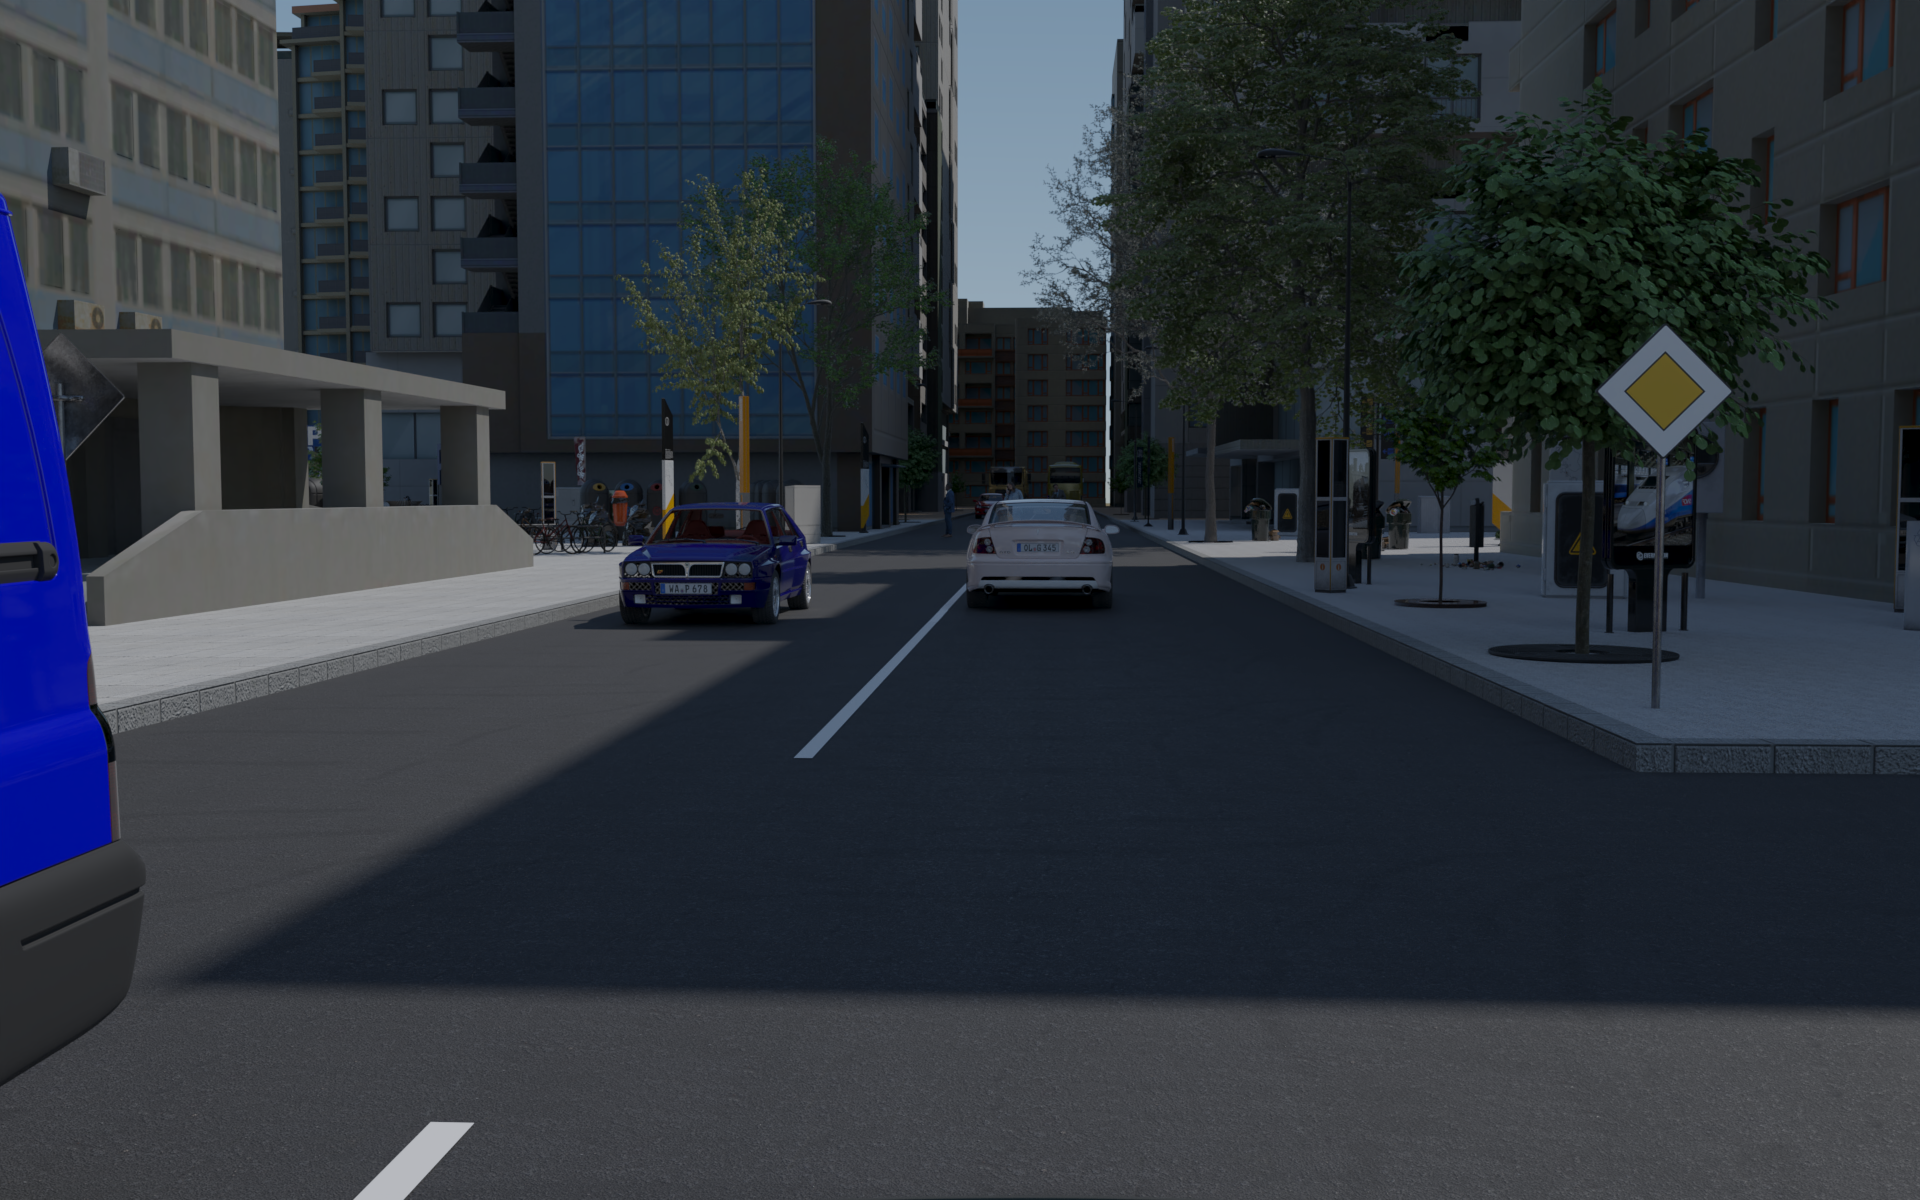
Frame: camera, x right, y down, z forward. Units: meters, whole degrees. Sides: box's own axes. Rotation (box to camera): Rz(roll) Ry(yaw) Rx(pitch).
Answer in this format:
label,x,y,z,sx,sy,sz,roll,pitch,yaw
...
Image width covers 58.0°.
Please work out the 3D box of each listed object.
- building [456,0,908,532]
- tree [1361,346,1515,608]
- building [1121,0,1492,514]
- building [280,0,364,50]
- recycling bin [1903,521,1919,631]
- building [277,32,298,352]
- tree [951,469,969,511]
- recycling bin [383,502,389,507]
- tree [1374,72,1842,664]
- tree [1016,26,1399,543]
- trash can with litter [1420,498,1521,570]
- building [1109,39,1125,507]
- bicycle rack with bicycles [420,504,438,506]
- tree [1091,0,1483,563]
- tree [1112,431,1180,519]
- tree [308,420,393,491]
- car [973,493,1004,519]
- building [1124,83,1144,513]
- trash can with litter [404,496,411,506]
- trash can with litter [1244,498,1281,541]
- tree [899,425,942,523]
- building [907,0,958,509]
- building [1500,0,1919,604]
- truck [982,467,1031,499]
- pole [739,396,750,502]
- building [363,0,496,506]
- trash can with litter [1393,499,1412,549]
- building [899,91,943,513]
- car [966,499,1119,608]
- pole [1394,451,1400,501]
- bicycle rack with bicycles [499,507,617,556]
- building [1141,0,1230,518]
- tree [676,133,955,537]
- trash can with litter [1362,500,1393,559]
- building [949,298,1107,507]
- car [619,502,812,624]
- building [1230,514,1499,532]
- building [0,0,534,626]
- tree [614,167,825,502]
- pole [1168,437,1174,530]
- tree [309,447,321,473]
label,x,y,z,sx,sy,sz,roll,pitch,yaw
building,-9.454,-25.343,64.467,14.600,45.320,14.200,0,4,3
tree,5.646,-1.539,19.764,1.663,3.219,1.824,0,3,0
building,27.538,-33.992,145.000,28.713,52.752,27.495,0,4,3
building,-41.818,-30.396,151.595,28.867,44.769,22.147,0,4,3
recycling bin,9.392,-0.226,16.252,0.722,1.027,0.722,-3,4,-37
building,-63.186,-28.939,156.748,14.086,41.232,14.154,0,4,3
tree,-0.349,-8.324,130.706,1.663,3.219,1.824,0,3,0
recycling bin,-17.490,-2.444,52.520,0.722,1.027,0.722,0,4,-2
tree,4.949,-1.825,13.555,4.285,4.588,4.351,0,3,0
tree,6.583,-8.265,45.505,12.009,13.543,11.850,0,3,0
trash can with litter,8.916,-1.170,30.194,1.678,1.210,2.233,1,4,14
building,26.185,-33.899,177.945,21.600,48.544,21.300,0,4,3
bicycle rack with bicycles,-20.143,-3.053,63.295,2.852,0.926,2.925,1,4,10
tree,6.162,-6.977,32.207,7.486,12.596,7.792,0,3,0
tree,9.391,-6.396,88.289,4.285,4.588,4.351,0,3,0
tree,-14.025,-2.733,39.293,1.663,3.219,1.824,0,3,0
car,1.860,-5.686,102.009,2.155,1.783,4.494,0,4,4
building,18.914,-21.613,125.071,14.160,30.474,14.107,0,4,3
trash can with litter,-21.960,-3.541,68.948,1.678,1.210,2.233,-2,4,-29
trash can with litter,8.287,-2.196,47.293,0.624,1.170,1.055,3,5,41
tree,-3.189,-6.180,84.761,4.285,4.588,4.351,0,3,0
building,-13.851,-34.093,146.666,27.495,52.752,28.713,0,4,3
building,25.595,-10.886,23.028,28.899,21.520,27.650,0,4,3
truck,3.522,-7.909,125.232,3.469,3.379,9.791,0,4,4
pole,-4.501,-2.589,36.173,0.158,3.312,0.155,0,3,0
building,-16.385,-31.270,100.508,28.713,52.752,27.495,0,4,3
trash can with litter,10.068,-1.774,40.398,0.624,1.170,1.055,-1,4,-17
building,-8.692,-21.398,121.562,14.160,30.474,14.107,0,4,3
car,1.098,-0.661,23.170,2.083,1.381,4.827,0,4,4
pole,14.482,-3.885,57.368,0.158,3.312,0.155,0,3,0
bicycle rack with bicycles,-8.750,-1.481,37.598,2.925,0.926,2.852,-3,5,-42
building,21.482,-34.307,102.923,21.231,58.520,28.212,0,4,3
tree,-4.148,-7.689,51.476,9.928,11.665,9.643,0,3,0
trash can with litter,7.912,-1.399,34.262,0.624,1.170,1.055,-2,4,-26
building,0.699,-20.761,184.487,28.899,21.520,27.650,0,4,3
car,-2.805,-0.474,20.333,1.945,1.354,3.894,0,4,3
building,23.520,-29.401,69.948,28.713,52.752,27.495,0,4,3
building,-24.007,-20.275,23.381,32.217,40.220,23.993,0,4,3
tree,-5.173,-5.393,38.535,4.737,8.622,4.395,0,3,0
pole,7.567,-4.174,62.085,0.158,3.312,0.155,0,3,0
tree,-31.115,-6.253,85.952,4.285,4.588,4.351,0,3,0
